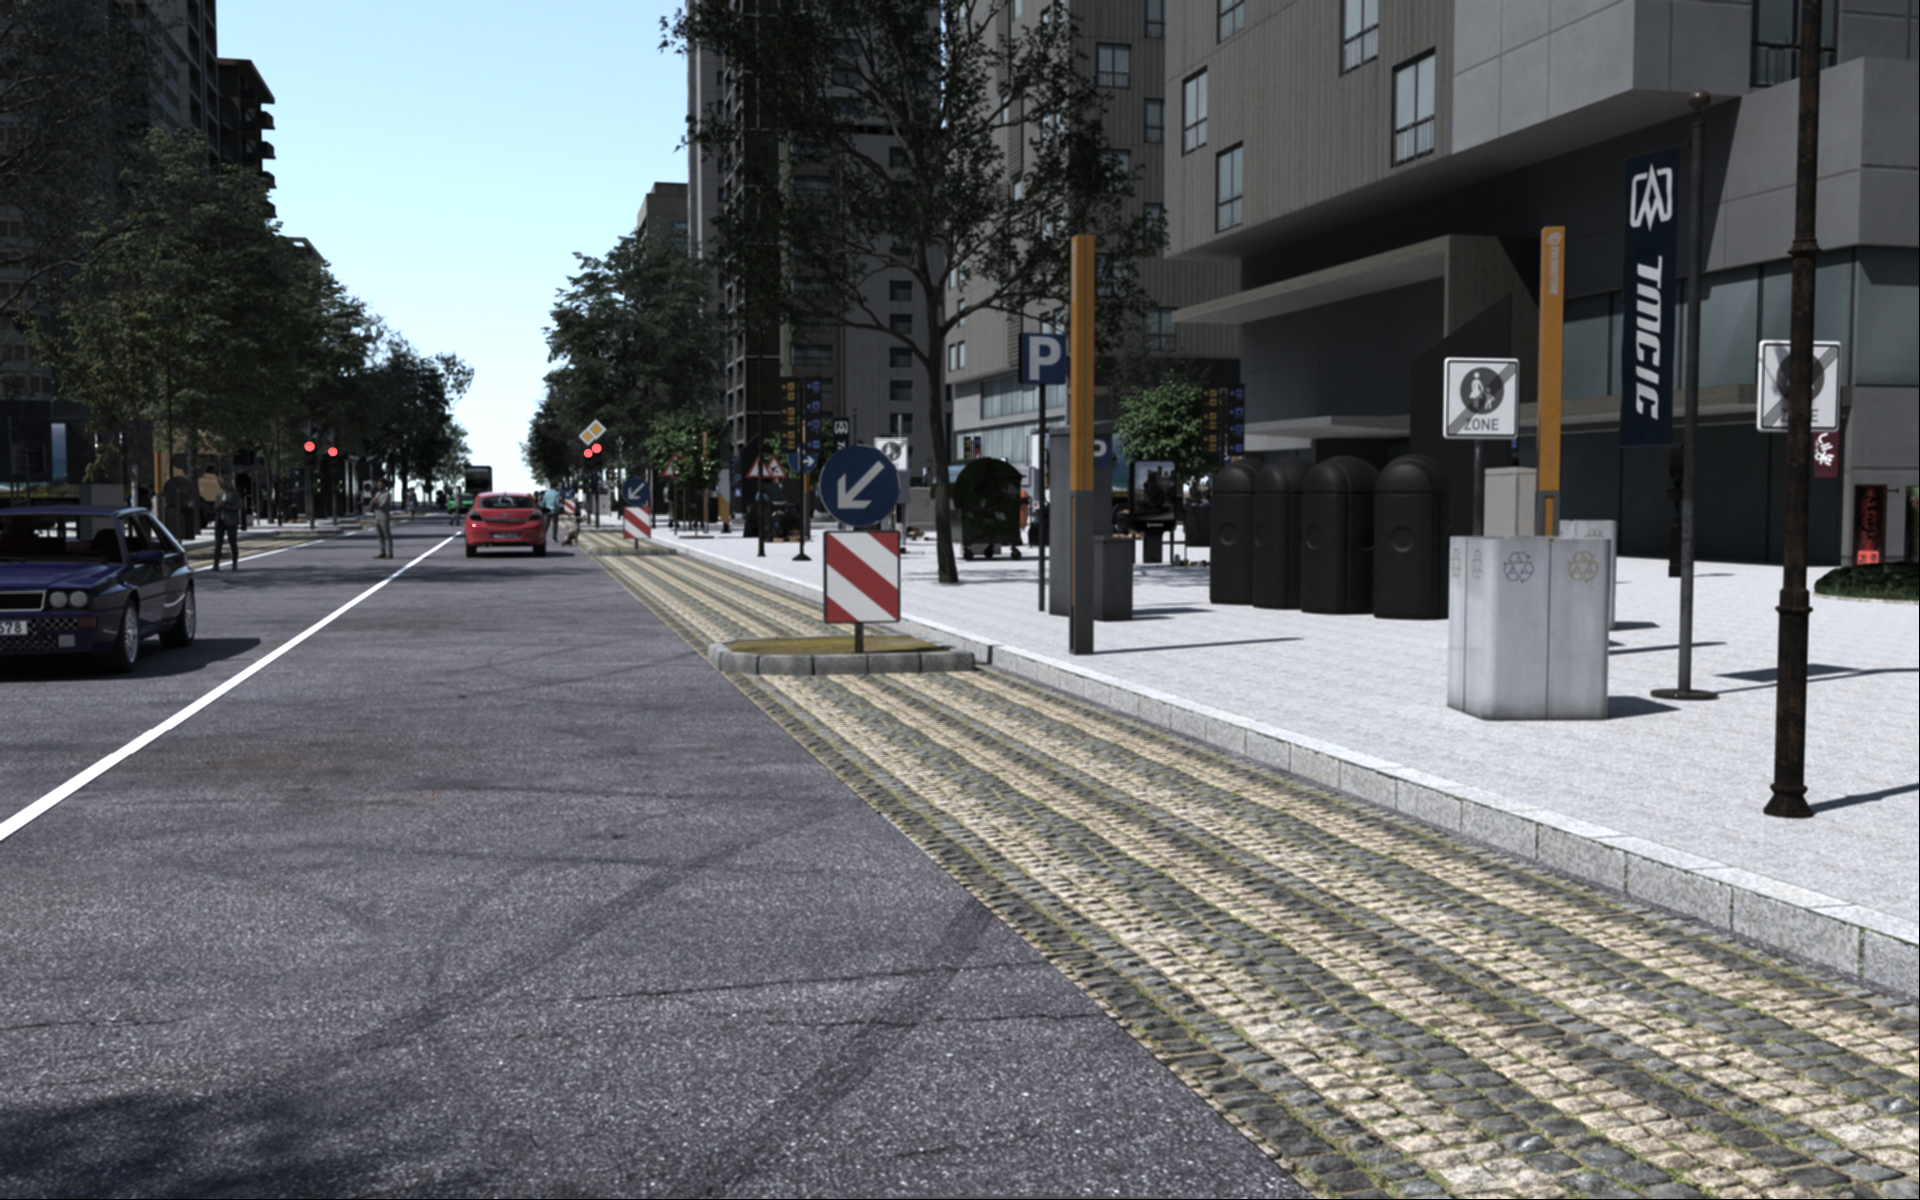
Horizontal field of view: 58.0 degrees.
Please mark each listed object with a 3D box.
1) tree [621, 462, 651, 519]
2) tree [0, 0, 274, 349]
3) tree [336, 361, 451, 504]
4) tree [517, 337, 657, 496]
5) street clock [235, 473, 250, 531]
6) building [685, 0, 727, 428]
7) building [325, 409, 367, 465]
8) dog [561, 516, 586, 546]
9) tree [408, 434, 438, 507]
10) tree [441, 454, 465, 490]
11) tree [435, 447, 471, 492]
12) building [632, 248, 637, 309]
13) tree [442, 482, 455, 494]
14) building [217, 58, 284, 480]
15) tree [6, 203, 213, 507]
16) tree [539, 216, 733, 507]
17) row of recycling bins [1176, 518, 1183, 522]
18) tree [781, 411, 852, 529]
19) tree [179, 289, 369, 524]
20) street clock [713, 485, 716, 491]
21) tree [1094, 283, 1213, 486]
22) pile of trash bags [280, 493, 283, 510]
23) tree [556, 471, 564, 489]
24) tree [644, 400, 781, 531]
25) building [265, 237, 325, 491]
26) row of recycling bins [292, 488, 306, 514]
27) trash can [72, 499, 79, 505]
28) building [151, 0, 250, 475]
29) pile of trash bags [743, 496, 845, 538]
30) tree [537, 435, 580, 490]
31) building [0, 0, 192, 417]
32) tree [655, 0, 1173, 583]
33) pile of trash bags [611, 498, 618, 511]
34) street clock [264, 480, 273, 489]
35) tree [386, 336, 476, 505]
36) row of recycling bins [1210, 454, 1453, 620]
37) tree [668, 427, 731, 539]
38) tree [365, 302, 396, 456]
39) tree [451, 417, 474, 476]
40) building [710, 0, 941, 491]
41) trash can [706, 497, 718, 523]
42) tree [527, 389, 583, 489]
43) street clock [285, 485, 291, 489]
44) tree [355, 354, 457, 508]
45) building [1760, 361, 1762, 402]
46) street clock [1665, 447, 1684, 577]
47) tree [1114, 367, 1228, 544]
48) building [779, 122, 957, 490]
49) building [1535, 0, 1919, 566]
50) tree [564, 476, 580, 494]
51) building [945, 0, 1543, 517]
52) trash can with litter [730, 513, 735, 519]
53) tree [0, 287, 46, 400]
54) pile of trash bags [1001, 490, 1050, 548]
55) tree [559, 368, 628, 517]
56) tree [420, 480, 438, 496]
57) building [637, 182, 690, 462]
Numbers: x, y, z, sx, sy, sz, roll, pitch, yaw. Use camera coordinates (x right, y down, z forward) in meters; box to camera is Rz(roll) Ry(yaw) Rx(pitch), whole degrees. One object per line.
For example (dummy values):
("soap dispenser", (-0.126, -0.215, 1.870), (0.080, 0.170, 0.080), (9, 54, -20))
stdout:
("tree", (-17.095, -5.818, 89.723), (1.663, 3.219, 1.824), (0, 3, 0))
("tree", (-16.552, -7.099, 26.442), (12.009, 13.543, 11.850), (0, 3, 0))
("tree", (-44.895, -12.729, 133.876), (9.928, 11.665, 9.643), (0, 3, 0))
("tree", (-28.347, -13.694, 134.273), (12.009, 13.543, 11.850), (0, 3, 0))
("street clock", (-24.944, -3.406, 60.261), (0.471, 2.002, 0.358), (-1, 4, -23))
("building", (-20.244, -40.053, 196.871), (21.231, 58.520, 28.212), (-1, 4, -14))
("building", (-107.467, -25.883, 268.233), (27.650, 21.520, 28.899), (-1, 4, -14))
("dog", (-10.782, -1.892, 47.772), (0.800, 0.831, 0.513), (2, 4, 32))
("tree", (-54.922, -13.855, 176.889), (4.360, 8.622, 3.978), (0, 3, 0))
("tree", (-80.901, -19.929, 276.197), (4.737, 8.622, 4.395), (0, 3, 0))
("tree", (-86.198, -22.052, 294.966), (7.601, 10.594, 8.767), (-1, 4, -8))
("building", (-43.468, -38.968, 291.747), (22.147, 44.769, 28.867), (-1, 4, -14))
("tree", (-69.899, -14.766, 236.023), (1.663, 3.219, 1.824), (0, 3, 0))
("building", (-79.457, -31.499, 169.633), (22.147, 44.769, 28.867), (-1, 4, -14))
("tree", (-20.915, -5.677, 43.189), (4.737, 8.622, 4.395), (0, 3, 0))
("tree", (-15.204, -10.651, 80.793), (9.857, 13.997, 8.962), (0, 3, 0))
("row of recycling bins", (9.969, -4.465, 80.123), (1.069, 1.692, 3.534), (-2, 4, -31))
("tree", (-5.575, -4.938, 64.444), (4.285, 4.588, 4.351), (0, 3, 0))
("tree", (-29.743, -8.581, 74.711), (8.767, 10.594, 7.601), (-1, 4, -10))
("street clock", (-20.394, -8.572, 144.725), (0.471, 2.002, 0.358), (-2, 4, -29))
("tree", (6.390, -6.714, 60.138), (4.360, 8.622, 3.978), (0, 3, 0))
("pile of trash bags", (-49.461, -7.116, 126.092), (1.912, 1.369, 3.447), (-1, 4, -17))
("tree", (-57.035, -18.112, 246.500), (4.737, 8.622, 4.395), (0, 3, 0))
("tree", (-9.446, -4.722, 60.925), (4.285, 4.588, 4.351), (0, 3, 0))
("building", (-102.392, -33.598, 241.207), (32.217, 40.220, 23.993), (-1, 4, -14))
("row of recycling bins", (-42.248, -6.368, 111.223), (1.069, 1.692, 3.534), (-1, 4, -9))
("trash can", (-23.569, -2.152, 46.832), (0.748, 1.137, 0.748), (0, 3, 0))
("building", (-71.458, -43.230, 145.058), (20.563, 71.187, 20.611), (-1, 4, -14))
("pile of trash bags", (-4.879, -2.568, 51.737), (3.447, 1.369, 1.912), (0, 4, 6))
("tree", (-53.923, -18.960, 235.757), (9.928, 11.665, 9.643), (0, 3, 0))
("building", (-69.315, -26.334, 122.443), (32.217, 40.220, 23.993), (-1, 4, -14))
("tree", (-0.506, -5.523, 24.717), (7.601, 10.594, 8.767), (0, 4, 7))
("pile of trash bags", (-26.668, -7.334, 129.656), (1.912, 1.369, 3.447), (2, 4, 32))
("street clock", (-36.289, -5.290, 91.066), (0.471, 2.002, 0.358), (1, 4, 16))
("tree", (-65.259, -21.576, 208.649), (12.611, 20.169, 13.585), (0, 3, 0))
("row of recycling bins", (4.003, -0.735, 19.135), (1.069, 1.692, 3.534), (-2, 4, -30))
("tree", (-7.749, -3.409, 50.339), (1.663, 3.219, 1.824), (0, 3, 0))
("tree", (-31.115, -10.081, 82.951), (7.486, 12.596, 7.792), (0, 3, 0))
("tree", (-68.462, -18.607, 229.980), (9.928, 11.665, 9.643), (0, 3, 0))
("building", (-14.224, -44.893, 172.258), (20.563, 71.187, 20.611), (-1, 4, -14))
("trash can", (-10.914, -3.935, 75.998), (0.748, 1.137, 0.748), (0, 3, 0))
("tree", (-40.509, -15.831, 176.960), (7.486, 12.596, 7.792), (0, 3, 0))
("street clock", (-51.907, -7.908, 133.870), (0.358, 2.002, 0.471), (0, 4, 4))
("tree", (-49.718, -15.190, 155.017), (9.857, 13.997, 8.962), (0, 3, 0))
("building", (43.952, -25.962, 108.066), (14.086, 41.232, 14.154), (-1, 4, -14))
("street clock", (11.063, -1.354, 26.716), (0.358, 2.002, 0.471), (2, 4, 27))
("tree", (5.603, -3.750, 45.023), (4.285, 4.588, 4.351), (0, 3, 0))
("building", (-7.569, -22.449, 138.743), (14.160, 30.474, 14.107), (-1, 4, -14))
("building", (22.573, -27.820, 44.104), (28.713, 52.752, 27.495), (-1, 4, -14))
("tree", (-38.134, -10.818, 171.478), (1.663, 3.219, 1.824), (0, 3, 0))
("building", (14.862, -31.563, 105.295), (27.495, 52.752, 28.713), (-1, 4, -14))
("trash can with litter", (-11.349, -4.738, 88.854), (1.055, 1.170, 0.624), (-1, 4, -13))
("tree", (-32.271, -6.512, 56.835), (4.360, 8.622, 3.978), (0, 3, 0))
("pile of trash bags", (1.616, -2.024, 42.839), (1.912, 1.369, 3.447), (0, 4, 6))
("tree", (-20.033, -9.026, 97.943), (4.360, 8.622, 3.978), (0, 3, 0))
("tree", (-56.045, -11.472, 182.172), (1.663, 3.219, 1.824), (0, 3, 0))
("building", (-37.896, -39.284, 265.990), (21.300, 48.544, 21.600), (-1, 4, -14))
